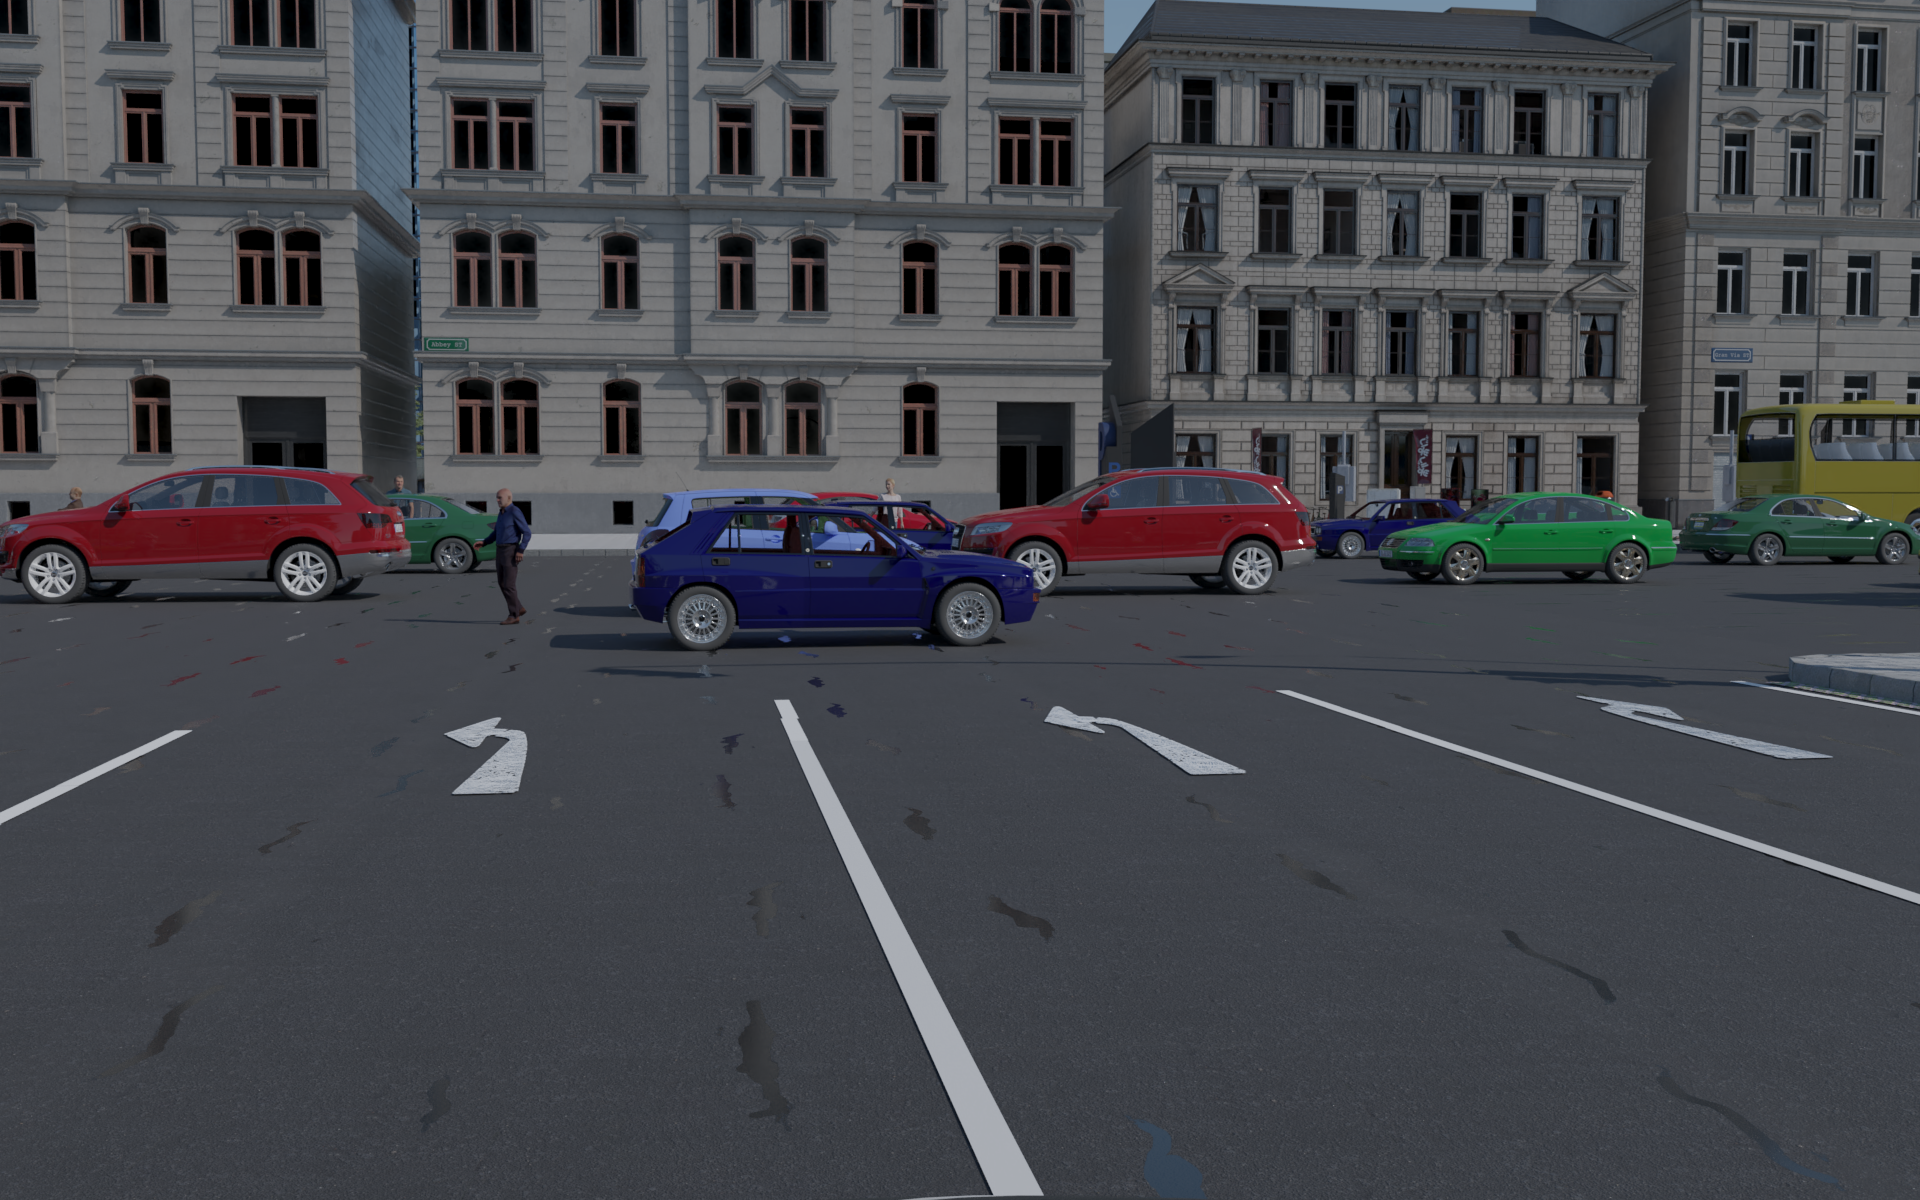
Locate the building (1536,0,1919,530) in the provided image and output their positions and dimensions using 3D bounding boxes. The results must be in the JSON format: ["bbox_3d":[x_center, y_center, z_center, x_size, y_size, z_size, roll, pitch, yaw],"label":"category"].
[{"bbox_3d":[36.640,-16.581,68.357,25.104,27.353,12.463,-1,4,-9],"label":"building"}]

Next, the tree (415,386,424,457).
[{"bbox_3d":[-37.695,-11.677,109.049,7.486,12.596,7.792,0,3,0],"label":"tree"}]

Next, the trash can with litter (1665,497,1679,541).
[{"bbox_3d":[19.526,-2.260,48.016,1.678,1.210,2.233,2,4,30],"label":"trash can with litter"}]

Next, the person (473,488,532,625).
[{"bbox_3d":[-5.057,-0.483,19.098,0.600,1.496,0.574,-1,4,-22],"label":"person"}]

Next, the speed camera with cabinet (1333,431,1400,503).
[{"bbox_3d":[12.751,-3.670,54.338,2.038,3.252,0.660,1,4,19],"label":"speed camera with cabinet"}]

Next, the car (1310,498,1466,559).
[{"bbox_3d":[9.648,-1.616,38.996,3.894,1.354,1.945,-1,4,-8],"label":"car"}]

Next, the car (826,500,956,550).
[{"bbox_3d":[-0.859,-0.930,27.781,3.894,1.354,1.945,-1,4,-10],"label":"car"}]

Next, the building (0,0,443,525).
[{"bbox_3d":[-31.005,-16.589,58.618,23.554,28.519,14.401,-1,4,-9],"label":"building"}]

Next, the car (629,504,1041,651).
[{"bbox_3d":[-1.236,-0.258,16.807,3.894,1.354,1.945,-1,4,-11],"label":"car"}]

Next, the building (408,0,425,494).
[{"bbox_3d":[-69.557,-55.248,215.983,31.000,86.520,22.319,-1,4,-9],"label":"building"}]

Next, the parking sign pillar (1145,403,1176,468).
[{"bbox_3d":[5.748,-3.855,51.496,1.447,3.967,1.447,1,4,21],"label":"parking sign pillar"}]

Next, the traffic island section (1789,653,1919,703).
[{"bbox_3d":[7.429,0.602,12.433,2.009,0.180,2.903,-1,4,-9],"label":"traffic island section"}]

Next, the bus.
[{"bbox_3d":[25.427,-3.122,42.585,12.252,3.916,2.896,-1,4,-8],"label":"bus"}]

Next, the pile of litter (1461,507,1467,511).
[{"bbox_3d":[16.630,-2.624,56.862,1.176,0.858,1.719,-2,4,-27],"label":"pile of litter"}]

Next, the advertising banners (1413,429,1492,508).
[{"bbox_3d":[13.081,-3.051,46.066,2.074,3.025,0.090,2,4,24],"label":"advertising banners"}]

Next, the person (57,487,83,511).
[{"bbox_3d":[-14.657,-1.088,28.559,0.388,1.546,0.482,-1,4,-17],"label":"person"}]

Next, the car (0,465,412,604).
[{"bbox_3d":[-10.277,-0.915,23.633,5.304,1.827,2.281,0,4,-7],"label":"car"}]

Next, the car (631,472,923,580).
[{"bbox_3d":[-2.125,-0.700,21.029,3.694,1.707,1.945,-1,4,-10],"label":"car"}]

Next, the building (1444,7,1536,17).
[{"bbox_3d":[43.964,-31.094,158.503,14.200,45.320,14.600,-1,4,-9],"label":"building"}]

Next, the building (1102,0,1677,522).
[{"bbox_3d":[14.537,-12.207,64.209,19.286,19.102,10.561,-1,4,-9],"label":"building"}]

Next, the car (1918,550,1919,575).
[{"bbox_3d":[16.845,-1.002,26.602,3.980,1.641,2.015,0,4,-8],"label":"car"}]

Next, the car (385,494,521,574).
[{"bbox_3d":[-10.565,-1.216,31.681,4.920,1.459,2.131,-1,4,-8],"label":"car"}]

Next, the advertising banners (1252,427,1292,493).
[{"bbox_3d":[8.043,-2.976,44.838,0.090,3.025,2.074,-1,4,-18],"label":"advertising banners"}]

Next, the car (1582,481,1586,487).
[{"bbox_3d":[14.150,-2.068,42.612,4.718,1.807,1.959,-1,4,-9],"label":"car"}]

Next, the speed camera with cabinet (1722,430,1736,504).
[{"bbox_3d":[24.213,-3.601,53.216,0.660,3.252,2.038,0,4,-4],"label":"speed camera with cabinet"}]

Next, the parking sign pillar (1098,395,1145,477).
[{"bbox_3d":[4.041,-3.550,46.520,1.447,3.967,1.447,0,4,-4],"label":"parking sign pillar"}]

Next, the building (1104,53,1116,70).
[{"bbox_3d":[17.289,-27.933,148.585,32.217,40.220,23.993,-1,4,-9],"label":"building"}]

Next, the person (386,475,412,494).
[{"bbox_3d":[-11.318,-1.603,34.841,0.598,1.807,0.434,0,4,3],"label":"person"}]

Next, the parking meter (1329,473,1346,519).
[{"bbox_3d":[10.339,-2.554,47.471,0.399,1.863,0.255,-2,4,-27],"label":"parking meter"}]

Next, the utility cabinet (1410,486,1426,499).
[{"bbox_3d":[13.004,-2.478,49.186,0.318,1.500,1.173,1,4,8],"label":"utility cabinet"}]

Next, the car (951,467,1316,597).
[{"bbox_3d":[2.497,-1.011,25.207,5.304,1.827,2.281,-1,4,-10],"label":"car"}]

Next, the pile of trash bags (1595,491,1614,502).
[{"bbox_3d":[19.412,-2.725,54.312,1.912,1.369,3.447,-1,4,-12],"label":"pile of trash bags"}]

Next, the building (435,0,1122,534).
[{"bbox_3d":[-7.067,-16.790,61.913,23.554,28.519,14.401,-1,4,-9],"label":"building"}]

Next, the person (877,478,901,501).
[{"bbox_3d":[-1.513,-1.496,33.634,0.731,1.740,0.598,-1,4,-23],"label":"person"}]

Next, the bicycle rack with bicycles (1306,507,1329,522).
[{"bbox_3d":[9.698,-2.209,49.493,2.852,0.926,2.925,2,4,29],"label":"bicycle rack with bicycles"}]

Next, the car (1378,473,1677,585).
[{"bbox_3d":[9.173,-1.185,28.177,4.718,1.807,1.959,0,4,-8],"label":"car"}]

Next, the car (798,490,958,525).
[{"bbox_3d":[-2.061,-1.757,37.761,4.494,1.783,2.155,-1,4,-11],"label":"car"}]

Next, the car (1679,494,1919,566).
[{"bbox_3d":[17.353,-1.459,35.657,4.920,1.459,2.131,-1,4,-9],"label":"car"}]
